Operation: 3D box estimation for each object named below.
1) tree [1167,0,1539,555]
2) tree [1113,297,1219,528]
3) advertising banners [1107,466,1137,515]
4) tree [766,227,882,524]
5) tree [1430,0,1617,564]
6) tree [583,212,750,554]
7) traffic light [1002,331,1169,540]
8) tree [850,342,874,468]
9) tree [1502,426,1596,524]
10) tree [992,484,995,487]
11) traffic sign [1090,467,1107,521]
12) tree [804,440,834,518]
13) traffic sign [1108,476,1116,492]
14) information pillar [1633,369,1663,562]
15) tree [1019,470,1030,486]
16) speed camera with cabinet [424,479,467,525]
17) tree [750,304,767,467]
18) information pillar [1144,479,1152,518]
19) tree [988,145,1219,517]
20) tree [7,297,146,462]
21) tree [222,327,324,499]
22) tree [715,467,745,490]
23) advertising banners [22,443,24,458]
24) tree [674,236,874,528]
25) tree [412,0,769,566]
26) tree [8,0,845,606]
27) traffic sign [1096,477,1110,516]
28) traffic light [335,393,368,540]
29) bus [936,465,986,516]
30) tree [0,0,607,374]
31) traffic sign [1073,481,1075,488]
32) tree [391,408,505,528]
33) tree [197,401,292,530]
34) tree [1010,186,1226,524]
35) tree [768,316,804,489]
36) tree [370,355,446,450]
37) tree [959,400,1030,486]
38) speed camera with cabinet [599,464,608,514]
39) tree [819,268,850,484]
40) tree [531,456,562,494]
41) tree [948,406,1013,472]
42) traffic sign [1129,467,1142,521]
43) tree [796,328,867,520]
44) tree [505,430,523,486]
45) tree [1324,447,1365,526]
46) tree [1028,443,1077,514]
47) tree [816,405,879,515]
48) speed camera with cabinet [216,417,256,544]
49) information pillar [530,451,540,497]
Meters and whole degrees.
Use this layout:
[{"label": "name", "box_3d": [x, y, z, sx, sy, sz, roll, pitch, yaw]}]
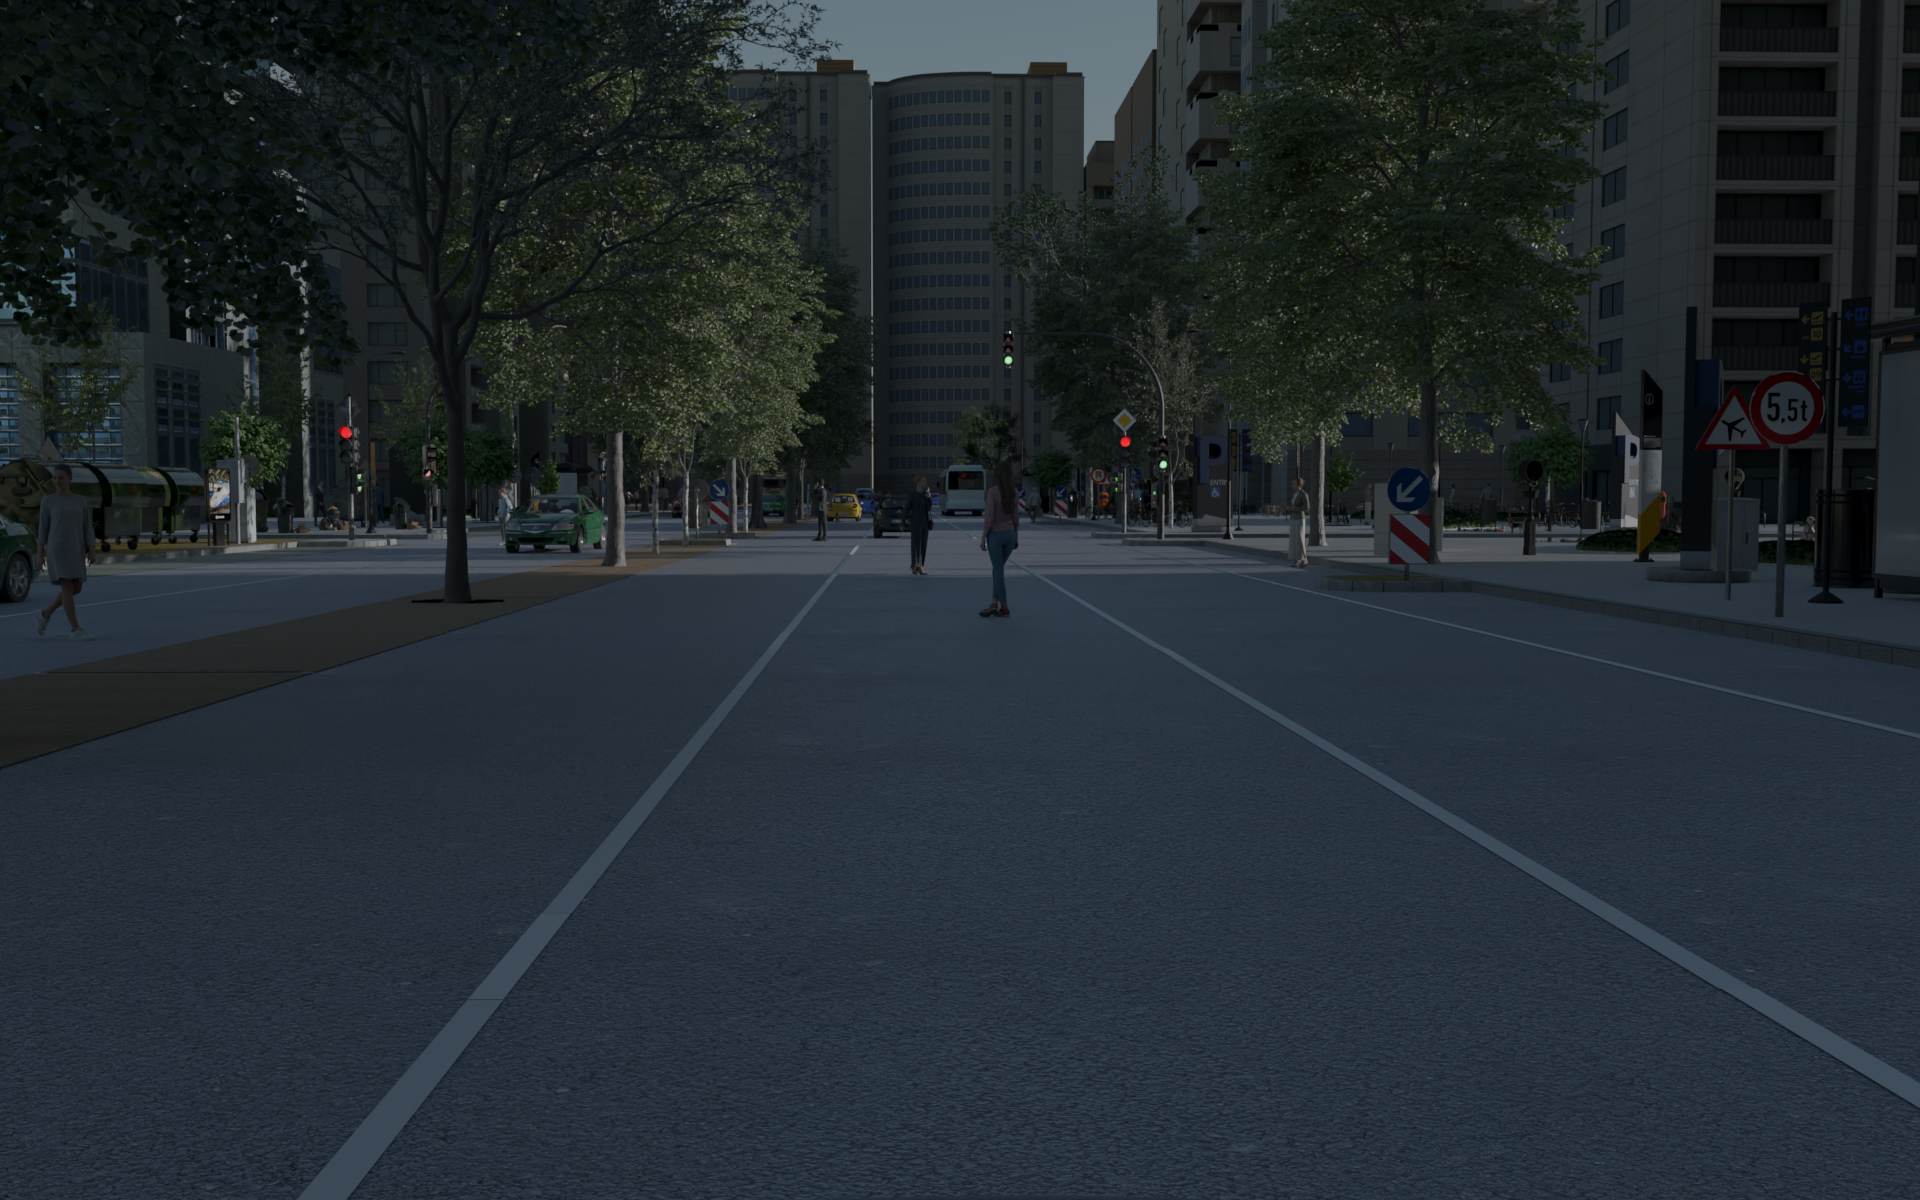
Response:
[{"label": "tree", "box_3d": [8.911, -7.580, 42.067, 7.486, 12.596, 7.792, 0, 3, 0]}, {"label": "tree", "box_3d": [7.788, -6.957, 64.112, 4.360, 8.622, 3.978, 0, 3, 0]}, {"label": "advertising banners", "box_3d": [10.027, -6.794, 107.263, 2.074, 3.025, 0.090, 2, 4, 32]}, {"label": "tree", "box_3d": [-8.175, -10.619, 82.737, 9.857, 13.997, 8.962, 0, 3, 0]}, {"label": "tree", "box_3d": [8.188, -6.929, 31.418, 7.486, 12.596, 7.792, 0, 3, 0]}, {"label": "tree", "box_3d": [-7.299, -5.415, 41.357, 4.360, 8.622, 3.978, 0, 3, 0]}, {"label": "traffic light", "box_3d": [3.554, -4.524, 48.633, 4.771, 5.953, 1.251, 0, 4, -2]}, {"label": "tree", "box_3d": [-9.318, -11.537, 109.214, 7.486, 12.596, 7.792, 0, 3, 0]}, {"label": "tree", "box_3d": [28.327, -6.211, 85.267, 4.285, 4.588, 4.351, 0, 3, 0]}, {"label": "tree", "box_3d": [4.247, -11.485, 182.378, 1.663, 3.219, 1.824, 0, 3, 0]}, {"label": "traffic sign", "box_3d": [6.507, -4.975, 81.450, 0.768, 2.556, 0.104, 0, 4, 2]}, {"label": "tree", "box_3d": [-9.082, -9.205, 103.327, 4.360, 8.622, 3.978, 0, 3, 0]}, {"label": "traffic sign", "box_3d": [9.704, -6.657, 108.948, 0.768, 2.556, 0.104, 0, 4, 7]}, {"label": "information pillar", "box_3d": [12.983, -2.523, 32.612, 0.504, 3.616, 0.183, -1, 4, -22]}, {"label": "tree", "box_3d": [5.536, -8.860, 139.460, 1.663, 3.219, 1.824, 0, 3, 0]}, {"label": "speed camera with cabinet", "box_3d": [-21.824, -4.797, 72.771, 2.038, 3.252, 0.660, -2, 4, -31]}, {"label": "tree", "box_3d": [-7.480, -5.763, 47.042, 4.360, 8.622, 3.978, 0, 3, 0]}, {"label": "information pillar", "box_3d": [9.241, -4.928, 85.071, 0.304, 2.012, 0.304, -1, 4, -10]}, {"label": "tree", "box_3d": [8.316, -14.541, 93.642, 12.611, 20.169, 13.585, 0, 3, 0]}, {"label": "tree", "box_3d": [-32.383, -6.947, 63.954, 4.737, 8.622, 4.395, 0, 3, 0]}, {"label": "tree", "box_3d": [-28.981, -7.549, 73.781, 4.737, 8.622, 4.395, 0, 3, 0]}, {"label": "tree", "box_3d": [-24.308, -12.132, 182.072, 4.285, 4.588, 4.351, 0, 3, 0]}, {"label": "advertising banners", "box_3d": [-31.969, -3.858, 59.261, 0.090, 3.025, 2.074, -2, 4, -30]}, {"label": "tree", "box_3d": [-8.463, -9.328, 71.977, 9.611, 12.733, 9.660, 0, 3, 0]}, {"label": "tree", "box_3d": [-6.945, -6.957, 34.331, 7.486, 12.596, 7.792, 0, 3, 0]}, {"label": "tree", "box_3d": [-6.553, -6.688, 22.168, 12.009, 13.543, 11.850, 0, 3, 0]}, {"label": "traffic sign", "box_3d": [8.425, -6.207, 101.488, 0.884, 2.594, 0.081, 0, 4, 1]}, {"label": "traffic light", "box_3d": [-16.906, -3.617, 48.057, 0.839, 4.253, 0.868, 0, 4, -2]}, {"label": "bus", "box_3d": [0.071, -7.452, 116.695, 2.948, 3.499, 13.247, 0, 4, -3]}, {"label": "tree", "box_3d": [-6.003, -6.136, 9.443, 9.857, 13.997, 8.962, 0, 3, 0]}, {"label": "traffic sign", "box_3d": [8.674, -7.746, 128.771, 0.606, 2.300, 0.079, 0, 4, -1]}, {"label": "tree", "box_3d": [-19.777, -5.011, 65.651, 4.285, 4.588, 4.351, 0, 3, 0]}, {"label": "tree", "box_3d": [-25.350, -4.746, 61.308, 4.285, 4.588, 4.351, 0, 3, 0]}, {"label": "tree", "box_3d": [6.974, -10.218, 73.713, 9.857, 13.997, 8.962, 0, 3, 0]}, {"label": "tree", "box_3d": [-8.078, -6.863, 65.038, 4.360, 8.622, 3.978, 0, 3, 0]}, {"label": "tree", "box_3d": [-28.633, -8.610, 91.136, 4.737, 8.622, 4.395, 0, 3, 0]}, {"label": "tree", "box_3d": [3.378, -14.518, 171.781, 8.767, 10.594, 7.601, 3, 5, 40]}, {"label": "speed camera with cabinet", "box_3d": [-22.921, -7.230, 112.541, 0.660, 3.252, 2.038, -2, 4, -27]}, {"label": "tree", "box_3d": [-7.842, -8.438, 58.551, 7.486, 12.596, 7.792, 0, 3, 0]}, {"label": "tree", "box_3d": [-20.701, -5.690, 87.632, 1.663, 3.219, 1.824, 0, 3, 0]}, {"label": "tree", "box_3d": [2.423, -16.924, 202.467, 9.928, 11.665, 9.643, 0, 3, 0]}, {"label": "traffic sign", "box_3d": [8.246, -5.029, 82.333, 0.768, 2.556, 0.104, 0, 4, -1]}, {"label": "tree", "box_3d": [-8.687, -10.196, 94.912, 9.928, 11.665, 9.643, 0, 3, 0]}, {"label": "tree", "box_3d": [-21.130, -5.704, 76.967, 4.285, 4.588, 4.351, 0, 3, 0]}, {"label": "tree", "box_3d": [15.140, -4.587, 69.597, 1.663, 3.219, 1.824, 0, 3, 0]}, {"label": "tree", "box_3d": [6.023, -7.881, 112.561, 4.285, 4.588, 4.351, 0, 3, 0]}, {"label": "tree", "box_3d": [-9.612, -11.011, 116.899, 8.767, 10.594, 7.601, 0, 4, -2]}, {"label": "speed camera with cabinet", "box_3d": [-18.914, -3.113, 45.232, 0.660, 3.252, 2.038, -1, 4, -12]}, {"label": "information pillar", "box_3d": [-22.904, -6.245, 93.464, 0.504, 3.616, 0.183, -2, 4, -26]}]
